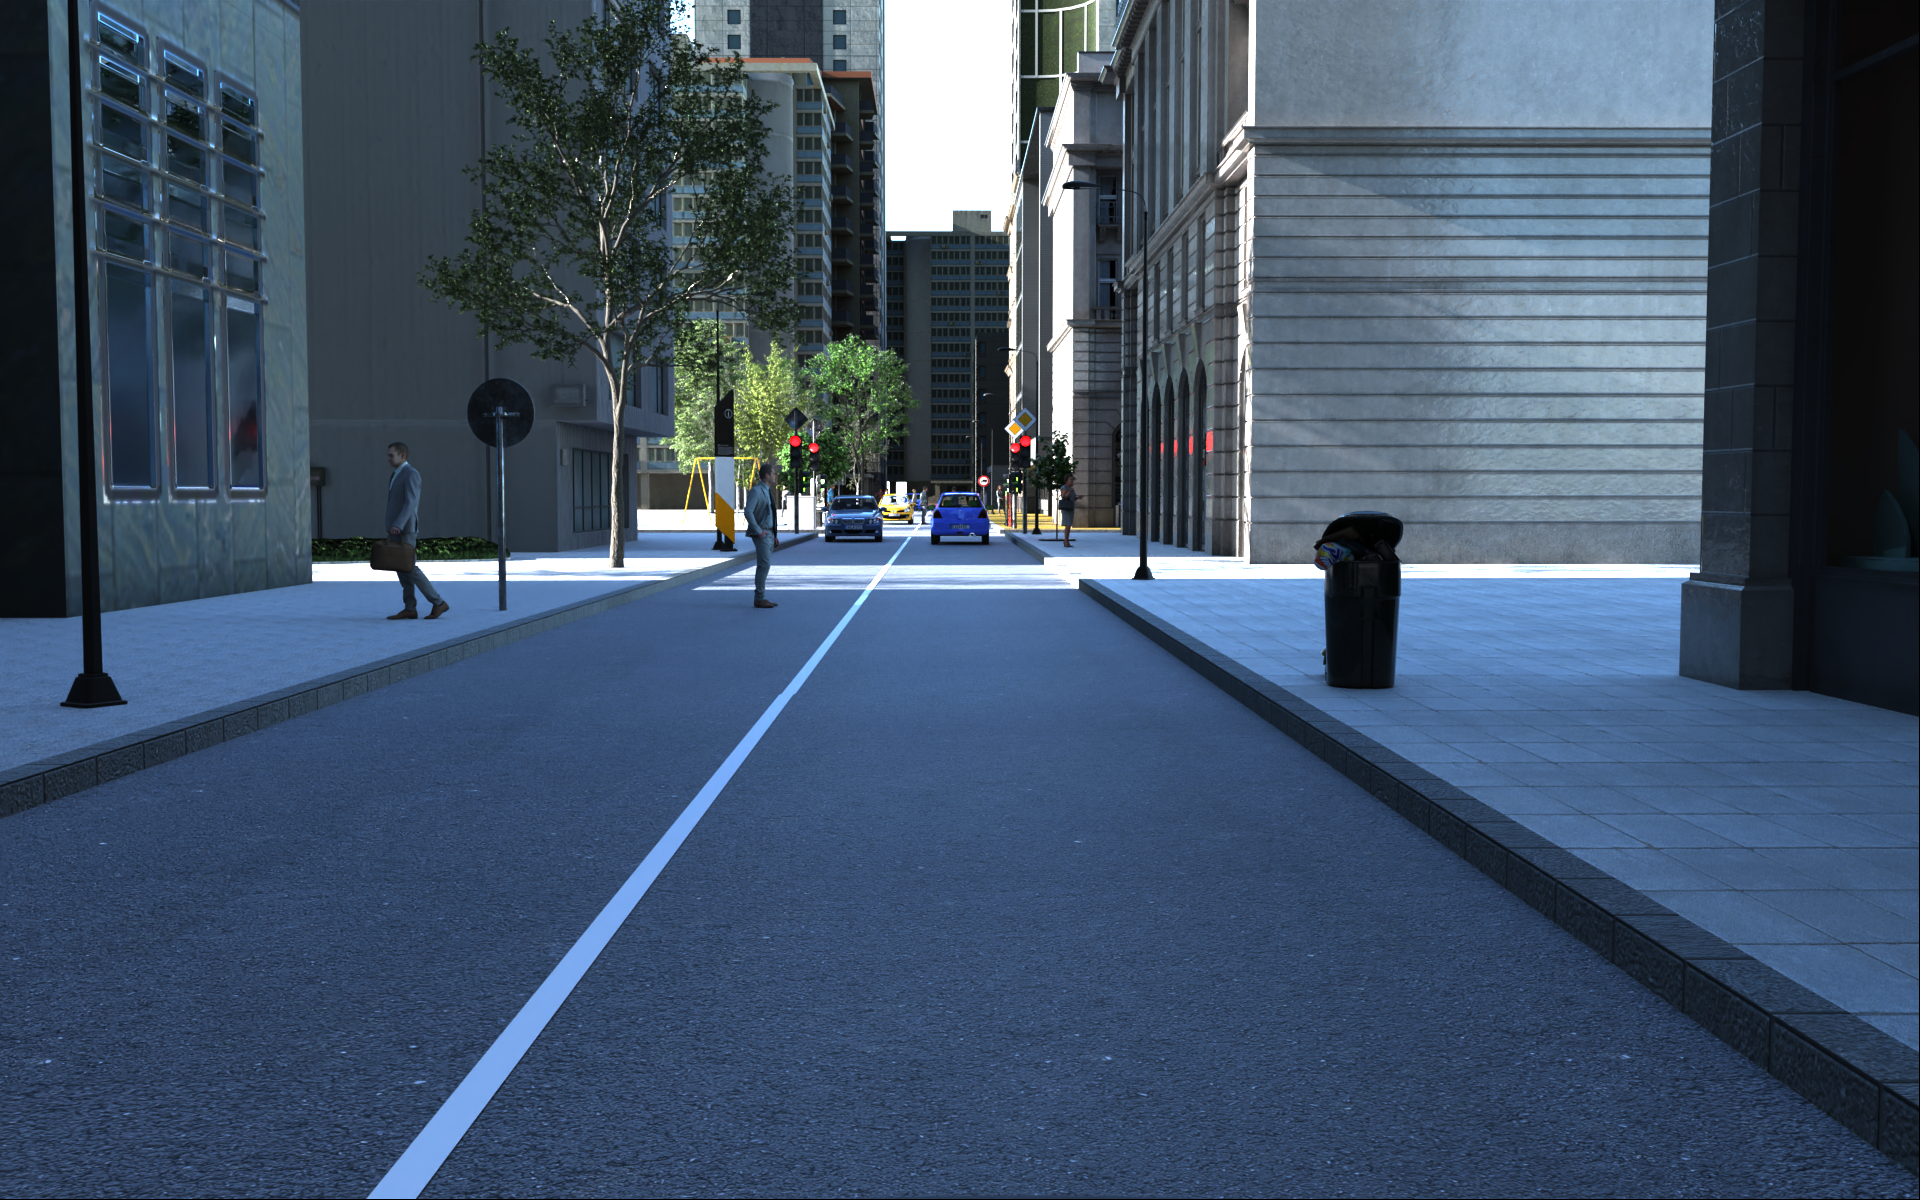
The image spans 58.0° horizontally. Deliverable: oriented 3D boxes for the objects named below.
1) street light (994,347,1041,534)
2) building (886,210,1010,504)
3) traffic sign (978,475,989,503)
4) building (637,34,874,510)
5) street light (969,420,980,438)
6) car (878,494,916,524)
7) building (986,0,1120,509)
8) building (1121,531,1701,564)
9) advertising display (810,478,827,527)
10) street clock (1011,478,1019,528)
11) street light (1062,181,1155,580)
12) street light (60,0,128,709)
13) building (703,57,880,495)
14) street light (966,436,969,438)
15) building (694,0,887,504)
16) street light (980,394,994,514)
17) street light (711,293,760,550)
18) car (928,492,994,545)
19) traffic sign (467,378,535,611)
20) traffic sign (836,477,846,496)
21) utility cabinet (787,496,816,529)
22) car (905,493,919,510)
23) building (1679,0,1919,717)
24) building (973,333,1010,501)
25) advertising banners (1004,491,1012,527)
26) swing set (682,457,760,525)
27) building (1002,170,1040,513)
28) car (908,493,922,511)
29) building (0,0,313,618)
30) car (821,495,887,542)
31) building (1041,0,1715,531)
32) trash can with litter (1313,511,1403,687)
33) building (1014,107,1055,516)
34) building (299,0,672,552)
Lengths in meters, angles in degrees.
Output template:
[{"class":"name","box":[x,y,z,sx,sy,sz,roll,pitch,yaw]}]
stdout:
[{"class":"street light","box":[1.901,-5.042,54.982,1.470,5.913,1.316,0,4,-1]},{"class":"building","box":[1.559,-33.506,239.711,23.993,40.220,32.217,0,4,-1]},{"class":"traffic sign","box":[1.621,-7.224,118.218,0.768,2.556,0.104,0,4,0]},{"class":"building","box":[-23.871,-28.052,150.532,32.217,40.220,23.993,0,4,-1]},{"class":"street light","box":[1.501,-8.362,109.253,1.470,5.913,1.316,0,4,-1]},{"class":"car","box":[-3.099,-4.454,83.046,2.015,1.641,3.980,0,4,0]},{"class":"building","box":[12.824,-43.519,149.784,20.563,71.187,20.611,0,4,-1]},{"class":"building","box":[11.037,-12.275,42.491,13.314,21.916,24.055,0,4,-1]},{"class":"advertising display","box":[-5.508,-3.804,67.411,0.123,1.923,0.974,-3,5,-41]},{"class":"street clock","box":[2.058,-3.735,65.638,0.358,2.002,0.471,0,4,-4]},{"class":"street light","box":[2.216,-3.260,25.850,1.470,5.913,1.316,0,4,-1]},{"class":"street light","box":[-4.726,-2.313,10.353,1.470,5.913,1.316,0,4,-1]},{"class":"building","box":[-19.576,-31.947,176.964,22.147,44.769,28.867,0,4,-1]},{"class":"street light","box":[1.198,-10.170,138.826,1.470,5.913,1.316,0,4,-1]},{"class":"building","box":[-19.248,-46.757,202.729,20.611,71.187,20.563,0,4,-1]},{"class":"street light","box":[1.796,-6.580,80.120,1.470,5.913,1.316,0,4,-1]},{"class":"street light","box":[-4.992,-4.106,39.669,1.470,5.913,1.316,0,4,-1]},{"class":"car","box":[0.014,-2.501,50.481,1.945,1.707,3.694,0,4,0]},{"class":"traffic sign","box":[-5.041,-1.157,19.017,0.768,2.556,0.104,0,4,6]},{"class":"traffic sign","box":[-5.607,-4.782,80.310,0.606,2.300,0.079,1,4,9]},{"class":"utility cabinet","box":[-5.775,-3.181,63.174,1.020,1.237,0.306,1,4,9]},{"class":"car","box":[-4.639,-9.157,159.303,1.945,1.707,3.694,0,4,0]},{"class":"building","box":[9.527,-9.749,10.301,10.553,20.767,40.483,0,4,-1]},{"class":"building","box":[15.524,-21.709,199.984,27.650,21.520,28.899,0,4,-1]},{"class":"advertising banners","box":[1.973,-4.394,68.023,0.090,3.025,2.074,-1,4,-9]},{"class":"swing set","box":[-9.921,-4.703,74.520,3.119,2.851,2.862,1,4,17]},{"class":"building","box":[9.719,-20.152,126.740,12.463,27.353,25.104,0,4,-1]},{"class":"car","box":[-3.998,-8.654,151.089,1.945,1.707,3.694,0,4,-2]},{"class":"building","box":[-18.329,-42.450,6.725,22.319,86.520,31.000,0,4,-1]},{"class":"car","box":[-3.253,-2.535,53.450,2.014,1.417,4.499,0,4,-2]},{"class":"building","box":[15.716,-14.013,70.916,24.055,21.916,13.314,0,4,-1]},{"class":"trash can with litter","box":[2.645,-0.025,11.793,0.624,1.170,1.055,0,4,3]},{"class":"building","box":[10.785,-17.140,99.301,14.314,24.678,30.058,0,4,-1]},{"class":"building","box":[-14.892,-22.019,43.609,14.086,41.232,14.154,0,4,-1]}]
